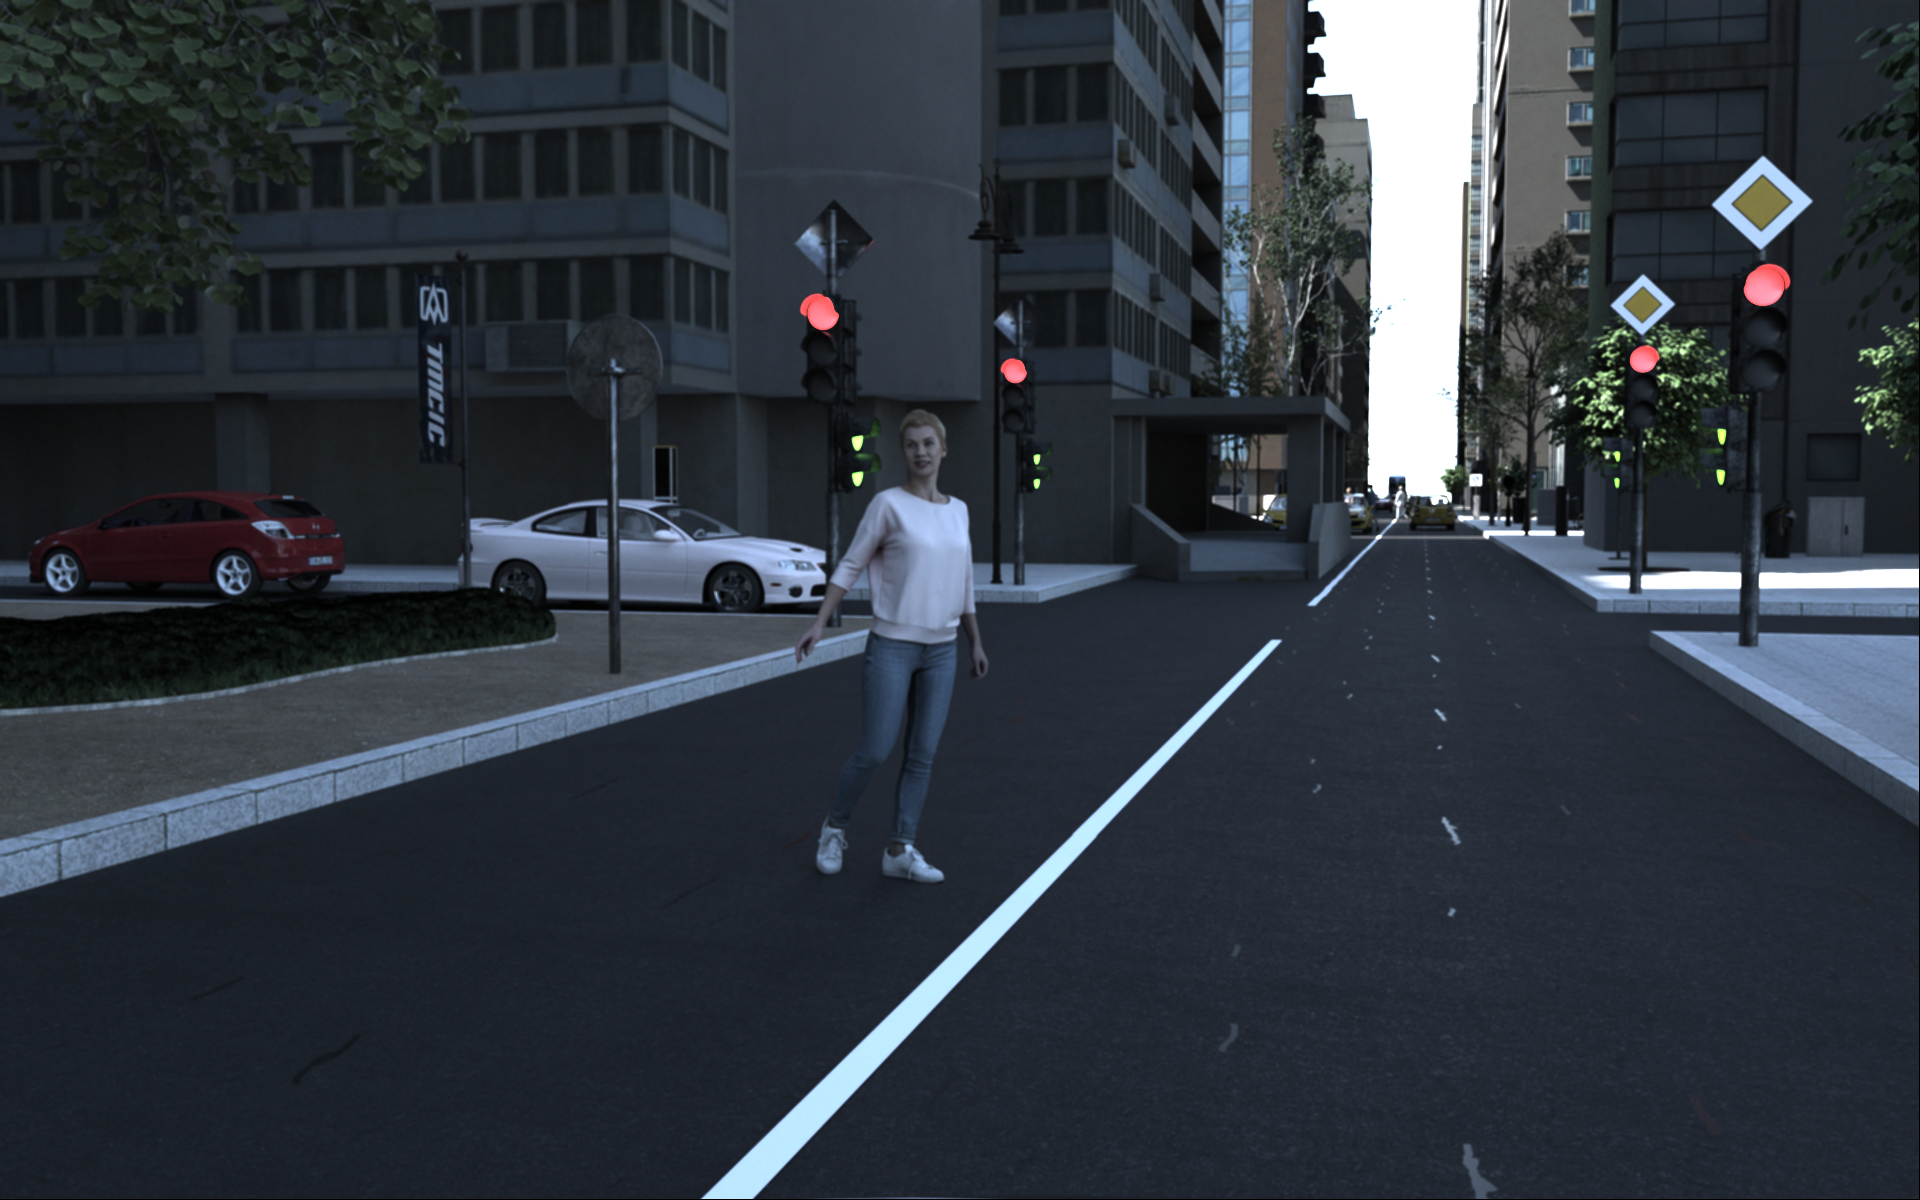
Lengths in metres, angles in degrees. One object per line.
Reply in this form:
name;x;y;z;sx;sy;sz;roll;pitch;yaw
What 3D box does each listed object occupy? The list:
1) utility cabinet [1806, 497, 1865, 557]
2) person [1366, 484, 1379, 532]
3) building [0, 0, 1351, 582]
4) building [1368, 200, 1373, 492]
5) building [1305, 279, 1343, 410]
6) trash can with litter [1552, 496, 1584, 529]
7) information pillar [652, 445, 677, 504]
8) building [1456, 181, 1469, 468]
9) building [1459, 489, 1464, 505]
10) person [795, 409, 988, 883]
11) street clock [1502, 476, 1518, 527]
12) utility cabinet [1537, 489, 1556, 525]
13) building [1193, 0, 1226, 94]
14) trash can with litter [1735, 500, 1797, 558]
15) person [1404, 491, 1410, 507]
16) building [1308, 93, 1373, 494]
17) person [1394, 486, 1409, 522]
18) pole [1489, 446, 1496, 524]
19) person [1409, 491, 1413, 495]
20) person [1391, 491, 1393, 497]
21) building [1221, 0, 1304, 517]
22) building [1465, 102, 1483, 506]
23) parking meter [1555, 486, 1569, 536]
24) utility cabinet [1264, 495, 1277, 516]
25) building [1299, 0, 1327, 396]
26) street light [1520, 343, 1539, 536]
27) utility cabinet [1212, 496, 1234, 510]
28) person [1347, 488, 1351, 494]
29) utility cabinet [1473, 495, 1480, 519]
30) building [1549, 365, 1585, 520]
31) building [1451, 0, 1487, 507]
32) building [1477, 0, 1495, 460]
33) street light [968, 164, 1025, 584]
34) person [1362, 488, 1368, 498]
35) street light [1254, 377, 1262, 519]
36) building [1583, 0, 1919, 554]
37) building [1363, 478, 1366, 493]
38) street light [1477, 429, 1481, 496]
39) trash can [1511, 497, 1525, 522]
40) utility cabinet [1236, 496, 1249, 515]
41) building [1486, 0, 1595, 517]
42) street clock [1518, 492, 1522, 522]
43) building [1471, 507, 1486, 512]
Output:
utility cabinet;17.847;-1.478;35.319;1.020;1.237;0.306;1;4;20
person;15.670;-3.509;65.901;0.581;1.822;0.654;-2;4;-27
building;-7.758;-21.212;38.704;32.217;40.220;23.993;1;4;15
building;47.614;-33.541;231.983;14.154;41.232;14.086;1;4;15
building;19.788;-19.066;156.767;27.650;21.520;28.899;1;4;15
trash can with litter;22.836;-3.201;63.388;2.233;1.210;1.678;1;4;18
information pillar;-4.473;-1.333;26.292;0.304;2.012;0.304;0;4;6
building;76.109;-36.031;239.217;14.600;45.320;14.200;1;4;15
building;74.501;-30.986;198.496;32.217;40.220;23.993;1;4;15
person;-0.322;0.167;6.447;0.598;1.740;0.731;3;5;44
street clock;21.665;-3.904;68.408;0.471;2.002;0.358;1;4;22
utility cabinet;23.942;-3.748;69.957;1.173;1.500;0.318;2;4;34
building;-1.203;-27.258;69.366;21.300;48.544;21.600;1;4;15
trash can with litter;16.159;-1.428;34.737;1.055;1.170;0.624;1;4;15
person;48.219;-10.902;187.454;1.217;1.736;0.721;-1;4;-9
building;39.859;-36.189;215.389;21.300;48.544;21.600;1;4;15
person;22.659;-4.922;88.855;0.818;1.842;0.514;3;4;36
pole;22.562;-4.865;73.382;0.158;3.312;0.155;0;3;0
person;58.312;-13.165;223.765;1.348;1.821;0.705;2;4;27
person;50.335;-11.796;202.072;0.721;1.735;1.217;0;4;-3
building;13.365;-27.857;105.574;14.600;45.320;14.200;1;4;15
building;60.686;-30.512;182.466;14.154;41.232;14.086;1;4;15
parking meter;18.454;-2.732;53.087;0.372;1.533;0.369;0;3;0
utility cabinet;16.063;-4.784;89.377;0.306;1.237;1.020;-2;4;-24
building;15.173;-28.919;127.452;22.147;44.769;28.867;1;4;15
street light;17.506;-4.926;53.330;0.468;5.910;1.993;1;4;15
utility cabinet;8.995;-2.873;58.135;1.020;1.237;0.306;0;4;1
person;19.736;-4.814;87.886;0.598;1.740;0.731;-3;5;-41
utility cabinet;26.377;-4.724;88.404;0.306;1.237;1.020;1;4;20
building;38.938;-46.574;74.164;22.319;86.520;31.000;1;4;15
building;74.023;-47.875;221.005;20.563;71.187;20.611;1;4;15
building;55.964;-37.145;149.324;21.231;58.520;28.212;1;4;15
street light;0.526;-3.173;24.662;0.468;5.910;1.993;1;4;15
person;28.977;-7.037;123.521;1.348;1.831;0.705;-1;4;-17
street light;11.223;-5.645;65.076;0.468;5.910;1.993;1;4;15
building;22.919;-21.934;42.215;14.154;41.232;14.086;1;4;15
building;29.155;-30.756;194.735;32.217;40.220;23.993;1;4;15
street light;28.328;-7.439;94.417;0.468;5.910;1.993;1;4;15
trash can;25.414;-4.100;78.687;0.748;1.137;0.748;0;3;0
utility cabinet;8.955;-2.677;54.936;0.306;1.237;1.020;0;4;5
building;43.875;-29.445;105.131;21.300;48.544;21.600;1;4;15
street clock;25.033;-4.478;77.784;0.358;2.002;0.471;2;4;27
building;48.496;-42.022;125.319;20.563;71.187;20.611;1;4;15
